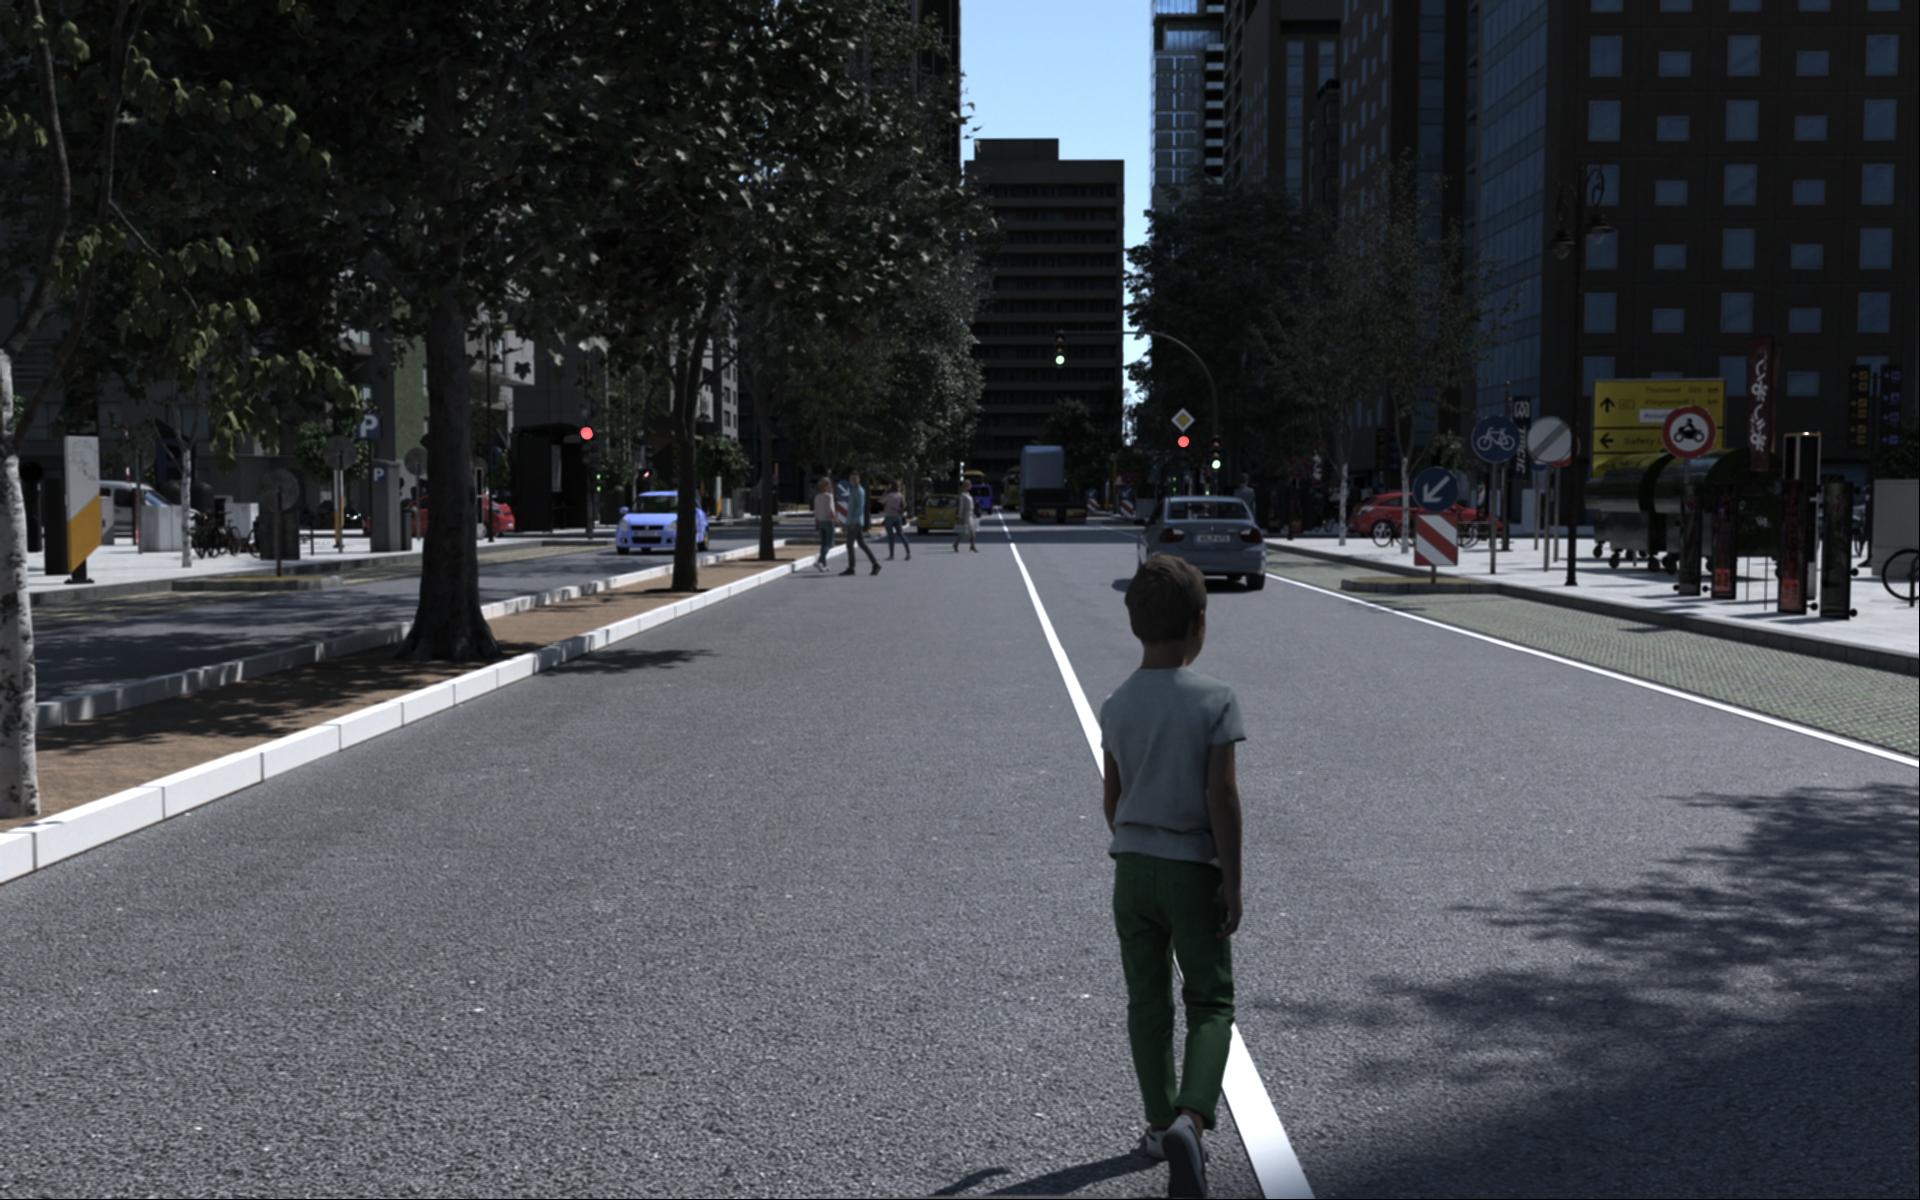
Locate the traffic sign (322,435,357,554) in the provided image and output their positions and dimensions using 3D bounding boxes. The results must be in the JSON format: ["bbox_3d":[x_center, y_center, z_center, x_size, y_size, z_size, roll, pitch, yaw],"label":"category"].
[{"bbox_3d":[-13.364,-2.275,37.296,0.768,2.556,0.104,0,4,6],"label":"traffic sign"}]

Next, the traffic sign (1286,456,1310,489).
[{"bbox_3d":[11.132,-3.488,57.134,0.768,2.556,0.104,0,4,4],"label":"traffic sign"}]

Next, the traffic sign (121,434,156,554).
[{"bbox_3d":[-17.541,-2.256,36.987,0.768,2.556,0.104,0,4,4],"label":"traffic sign"}]

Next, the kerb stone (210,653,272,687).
[{"bbox_3d":[-5.546,0.548,13.239,0.120,0.150,1.000,0,4,1],"label":"kerb stone"}]

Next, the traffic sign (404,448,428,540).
[{"bbox_3d":[-14.991,-2.923,47.892,0.768,2.556,0.104,0,4,4],"label":"traffic sign"}]

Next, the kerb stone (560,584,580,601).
[{"bbox_3d":[-5.367,-0.080,23.497,0.120,0.150,1.000,0,4,1],"label":"kerb stone"}]

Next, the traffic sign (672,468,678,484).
[{"bbox_3d":[-13.719,-5.159,84.450,0.768,2.556,0.104,1,4,10],"label":"traffic sign"}]

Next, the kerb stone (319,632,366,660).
[{"bbox_3d":[-5.513,0.422,15.294,0.120,0.150,1.000,0,4,1],"label":"kerb stone"}]

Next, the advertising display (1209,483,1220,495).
[{"bbox_3d":[14.491,-5.788,99.853,0.974,1.923,0.123,0,4,3],"label":"advertising display"}]

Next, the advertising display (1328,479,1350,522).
[{"bbox_3d":[16.710,-4.353,76.385,0.974,1.923,0.123,1,4,11],"label":"advertising display"}]

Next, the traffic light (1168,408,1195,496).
[{"bbox_3d":[7.234,-4.132,56.485,0.839,4.253,0.868,0,4,1],"label":"traffic light"}]

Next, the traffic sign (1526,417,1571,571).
[{"bbox_3d":[9.725,-1.746,28.651,0.768,2.556,0.104,0,4,6],"label":"traffic sign"}]

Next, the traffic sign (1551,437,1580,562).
[{"bbox_3d":[11.262,-1.991,32.655,0.768,2.556,0.104,0,4,7],"label":"traffic sign"}]

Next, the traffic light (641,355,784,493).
[{"bbox_3d":[-8.182,-5.022,56.778,4.771,5.953,1.251,0,4,1],"label":"traffic light"}]

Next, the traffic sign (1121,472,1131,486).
[{"bbox_3d":[9.868,-6.230,101.969,0.768,2.556,0.104,1,4,10],"label":"traffic sign"}]

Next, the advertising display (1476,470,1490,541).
[{"bbox_3d":[14.398,-2.598,47.688,0.123,1.923,0.974,0,4,3],"label":"advertising display"}]

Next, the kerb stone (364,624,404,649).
[{"bbox_3d":[-5.495,0.360,16.315,0.120,0.150,1.000,0,4,1],"label":"kerb stone"}]

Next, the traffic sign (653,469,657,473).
[{"bbox_3d":[-14.818,-5.046,82.613,0.768,2.556,0.104,0,4,6],"label":"traffic sign"}]

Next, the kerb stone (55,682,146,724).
[{"bbox_3d":[-5.585,0.673,11.196,0.120,0.150,1.000,0,4,1],"label":"kerb stone"}]

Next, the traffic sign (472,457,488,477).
[{"bbox_3d":[-16.539,-3.620,59.291,0.768,2.556,0.104,0,4,5],"label":"traffic sign"}]

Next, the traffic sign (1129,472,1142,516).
[{"bbox_3d":[10.165,-6.112,100.036,0.768,2.556,0.104,1,4,11],"label":"traffic sign"}]

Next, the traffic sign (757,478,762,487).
[{"bbox_3d":[-14.242,-7.642,124.943,0.884,2.594,0.081,0,4,2],"label":"traffic sign"}]

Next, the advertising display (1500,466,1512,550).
[{"bbox_3d":[12.568,-2.119,39.861,0.123,1.923,0.974,1,4,10],"label":"advertising display"}]

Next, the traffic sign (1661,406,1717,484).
[{"bbox_3d":[10.504,-1.525,25.043,0.768,2.556,0.104,0,4,5],"label":"traffic sign"}]

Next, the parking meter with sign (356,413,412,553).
[{"bbox_3d":[-12.674,-2.570,38.280,0.543,3.016,1.738,0,4,5],"label":"parking meter with sign"}]

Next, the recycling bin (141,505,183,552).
[{"bbox_3d":[-17.762,-1.590,38.543,0.722,1.027,0.722,2,4,32],"label":"recycling bin"}]

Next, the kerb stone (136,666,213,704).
[{"bbox_3d":[-5.572,0.610,12.217,0.120,0.150,1.000,0,4,1],"label":"kerb stone"}]

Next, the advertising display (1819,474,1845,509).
[{"bbox_3d":[28.420,-3.151,56.726,0.974,1.923,0.123,0,4,6],"label":"advertising display"}]

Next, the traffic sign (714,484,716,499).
[{"bbox_3d":[-15.423,-6.672,109.192,0.768,2.556,0.104,0,4,4],"label":"traffic sign"}]

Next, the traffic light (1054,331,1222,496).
[{"bbox_3d":[4.998,-4.509,48.397,4.771,5.953,1.251,0,4,1],"label":"traffic light"}]

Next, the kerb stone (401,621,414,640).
[{"bbox_3d":[-5.479,0.297,17.337,0.120,0.150,1.000,0,4,1],"label":"kerb stone"}]

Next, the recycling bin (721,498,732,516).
[{"bbox_3d":[-13.666,-5.356,100.126,0.722,1.027,0.722,1,4,14],"label":"recycling bin"}]

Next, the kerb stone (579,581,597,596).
[{"bbox_3d":[-5.354,-0.143,24.534,0.120,0.150,1.000,0,4,1],"label":"kerb stone"}]

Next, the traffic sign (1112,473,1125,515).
[{"bbox_3d":[9.966,-6.632,108.432,0.884,2.594,0.081,1,4,9],"label":"traffic sign"}]

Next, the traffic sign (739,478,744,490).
[{"bbox_3d":[-14.224,-6.709,111.829,0.606,2.300,0.079,0,4,5],"label":"traffic sign"}]

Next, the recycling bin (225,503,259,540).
[{"bbox_3d":[-20.190,-2.211,48.701,0.722,1.027,0.722,0,4,-5],"label":"recycling bin"}]

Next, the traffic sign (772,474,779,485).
[{"bbox_3d":[-11.895,-6.723,110.020,0.768,2.556,0.104,0,4,3],"label":"traffic sign"}]

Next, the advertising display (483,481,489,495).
[{"bbox_3d":[-22.593,-4.714,82.295,0.123,1.923,0.974,1,4,16],"label":"advertising display"}]

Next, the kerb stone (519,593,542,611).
[{"bbox_3d":[-5.398,0.046,21.436,0.120,0.150,1.000,0,4,1],"label":"kerb stone"}]

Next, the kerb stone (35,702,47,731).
[{"bbox_3d":[-5.604,0.735,10.174,0.120,0.150,1.000,0,4,1],"label":"kerb stone"}]

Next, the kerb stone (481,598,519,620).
[{"bbox_3d":[-5.422,0.109,20.407,0.120,0.150,1.000,0,4,1],"label":"kerb stone"}]

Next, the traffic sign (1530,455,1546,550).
[{"bbox_3d":[13.176,-2.411,39.525,0.768,2.556,0.104,0,4,2],"label":"traffic sign"}]

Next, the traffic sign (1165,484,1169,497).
[{"bbox_3d":[13.687,-6.950,113.643,0.884,2.594,0.081,0,4,4],"label":"traffic sign"}]

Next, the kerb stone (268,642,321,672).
[{"bbox_3d":[-5.536,0.485,14.264,0.120,0.150,1.000,0,4,1],"label":"kerb stone"}]

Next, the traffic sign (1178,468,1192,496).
[{"bbox_3d":[10.880,-5.140,84.143,0.768,2.556,0.104,1,4,8],"label":"traffic sign"}]

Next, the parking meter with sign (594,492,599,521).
[{"bbox_3d":[-17.564,-5.256,82.195,0.543,3.016,1.738,3,5,44],"label":"parking meter with sign"}]

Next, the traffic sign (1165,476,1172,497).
[{"bbox_3d":[12.973,-6.529,106.854,0.768,2.556,0.104,0,4,1],"label":"traffic sign"}]

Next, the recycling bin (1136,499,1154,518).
[{"bbox_3d":[10.099,-5.002,94.338,0.722,1.027,0.722,-3,4,-37],"label":"recycling bin"}]

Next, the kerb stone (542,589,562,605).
[{"bbox_3d":[-5.386,-0.013,22.467,0.120,0.150,1.000,0,4,1],"label":"kerb stone"}]

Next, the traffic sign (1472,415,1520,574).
[{"bbox_3d":[8.613,-1.701,27.920,0.768,2.556,0.104,0,4,5],"label":"traffic sign"}]

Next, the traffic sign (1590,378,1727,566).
[{"bbox_3d":[12.279,-2.242,30.537,2.265,3.308,0.079,1,4,9],"label":"traffic sign"}]
